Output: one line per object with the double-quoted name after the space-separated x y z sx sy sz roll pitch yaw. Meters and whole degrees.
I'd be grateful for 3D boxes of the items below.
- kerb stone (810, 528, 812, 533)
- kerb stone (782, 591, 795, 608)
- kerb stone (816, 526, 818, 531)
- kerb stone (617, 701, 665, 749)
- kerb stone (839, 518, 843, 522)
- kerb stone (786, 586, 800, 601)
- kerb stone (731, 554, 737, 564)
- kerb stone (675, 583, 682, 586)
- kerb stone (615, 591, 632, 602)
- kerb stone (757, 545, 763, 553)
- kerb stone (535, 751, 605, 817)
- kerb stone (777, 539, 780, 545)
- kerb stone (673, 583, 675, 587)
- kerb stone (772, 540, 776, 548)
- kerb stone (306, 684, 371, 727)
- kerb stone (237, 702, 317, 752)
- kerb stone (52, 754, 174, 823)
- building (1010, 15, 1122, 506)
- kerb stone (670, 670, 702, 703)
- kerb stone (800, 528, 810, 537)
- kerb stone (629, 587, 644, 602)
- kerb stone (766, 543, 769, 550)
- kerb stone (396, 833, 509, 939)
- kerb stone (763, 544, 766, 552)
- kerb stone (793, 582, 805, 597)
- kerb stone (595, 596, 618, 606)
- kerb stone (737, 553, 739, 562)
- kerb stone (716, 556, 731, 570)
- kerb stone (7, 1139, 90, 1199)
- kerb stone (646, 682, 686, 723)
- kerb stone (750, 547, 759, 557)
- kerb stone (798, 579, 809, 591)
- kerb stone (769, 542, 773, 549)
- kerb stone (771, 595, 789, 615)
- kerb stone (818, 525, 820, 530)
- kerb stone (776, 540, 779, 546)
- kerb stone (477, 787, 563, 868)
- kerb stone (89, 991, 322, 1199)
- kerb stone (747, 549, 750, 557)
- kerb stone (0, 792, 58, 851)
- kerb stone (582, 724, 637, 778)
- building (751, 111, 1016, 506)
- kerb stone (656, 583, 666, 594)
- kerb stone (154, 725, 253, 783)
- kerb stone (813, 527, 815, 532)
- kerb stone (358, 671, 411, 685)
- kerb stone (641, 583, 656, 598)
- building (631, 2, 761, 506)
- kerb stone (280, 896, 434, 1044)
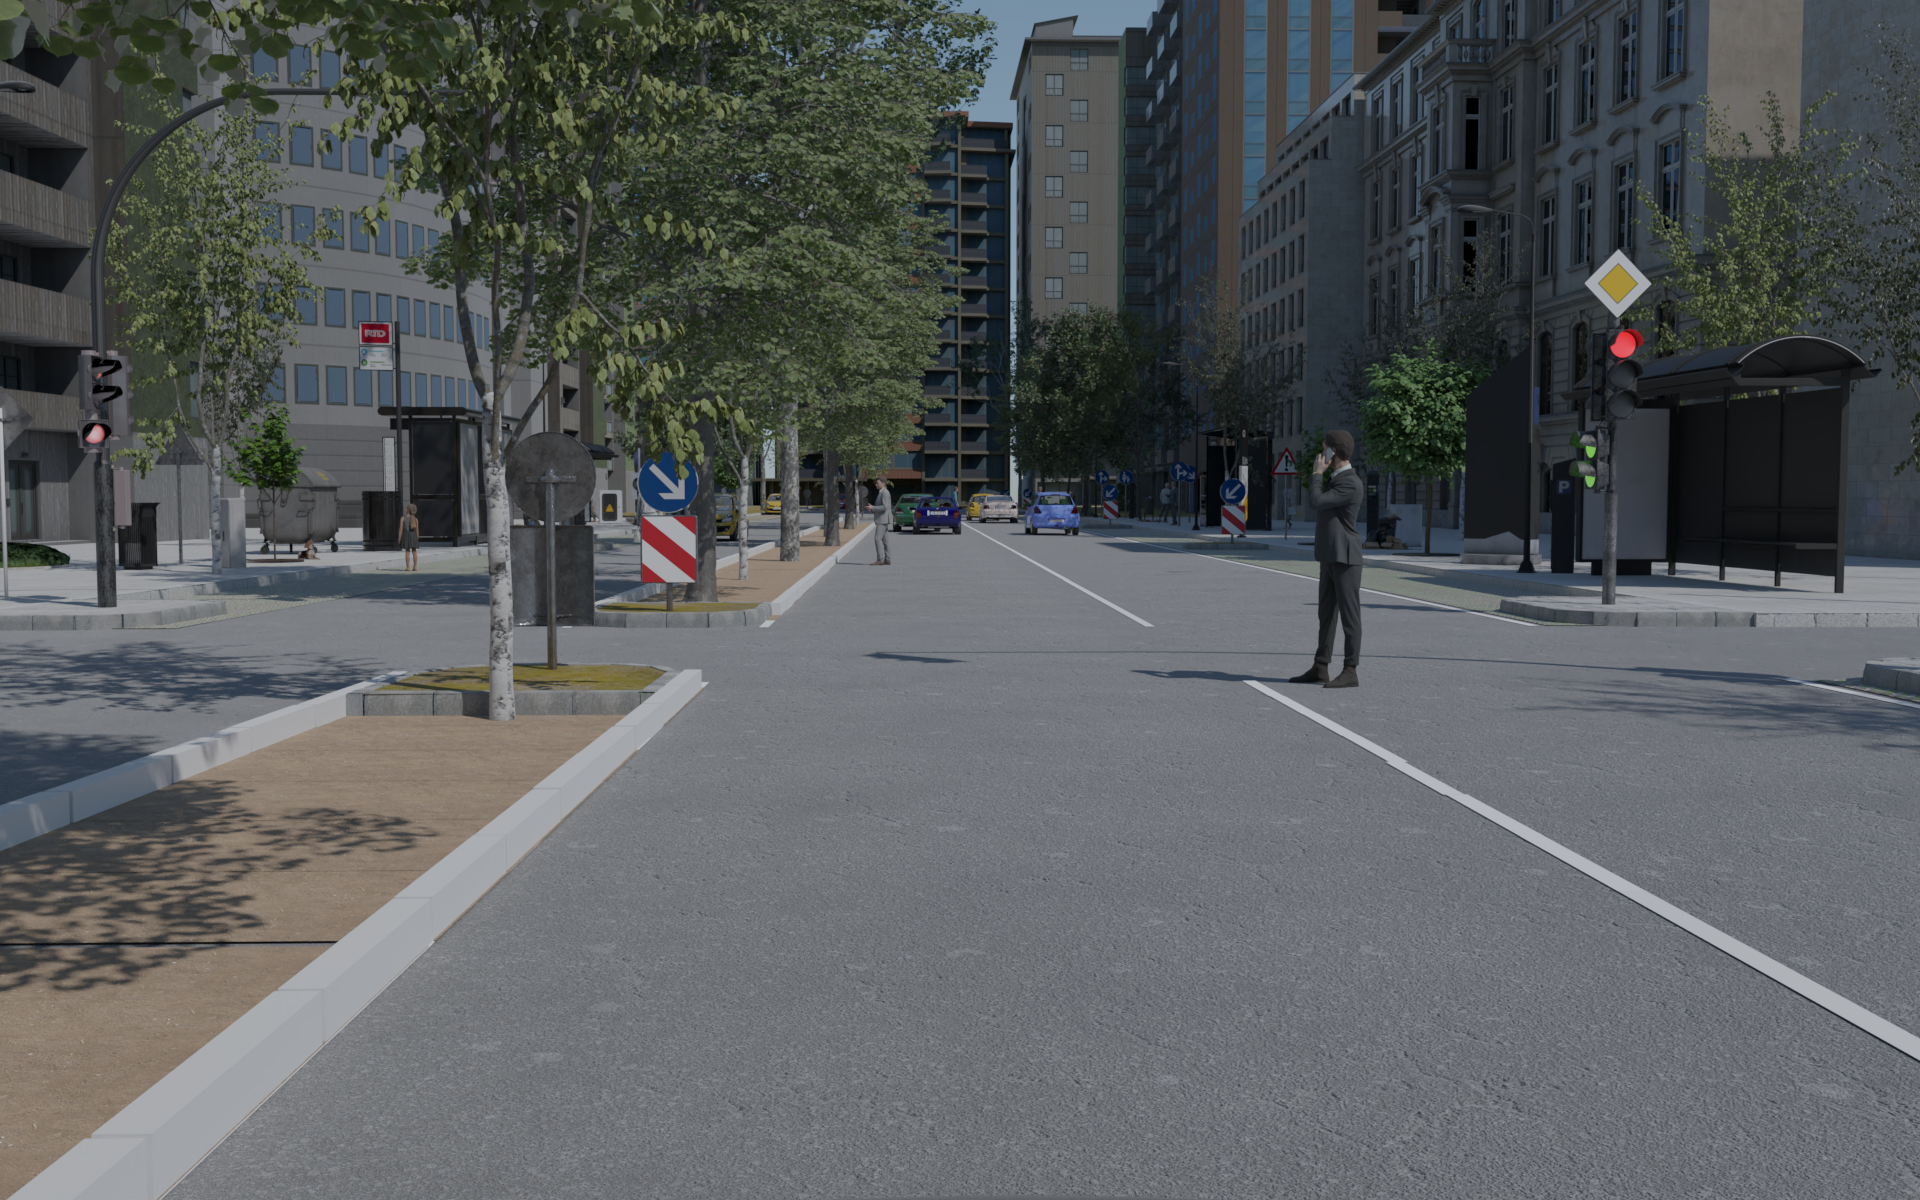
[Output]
-5.468 -2.423 61.808 0.120 0.150 1.000 0 4 -2 "kerb stone"
-2.213 0.018 21.906 0.120 0.150 1.000 0 4 -2 "kerb stone"
-5.597 -2.674 65.920 0.120 0.150 1.000 0 4 -2 "kerb stone"
-1.873 0.740 10.115 0.120 0.150 1.000 0 4 -2 "kerb stone"
-6.391 -4.368 93.620 0.120 0.150 1.000 0 4 -2 "kerb stone"
-2.248 -0.045 22.928 0.120 0.150 1.000 0 4 -2 "kerb stone"
-4.699 -0.793 35.180 0.120 0.150 1.000 0 4 -2 "kerb stone"
-4.462 -0.287 26.966 0.120 0.150 1.000 0 4 -2 "kerb stone"
-4.305 0.022 21.841 0.120 0.150 1.000 0 4 -2 "kerb stone"
-4.877 -1.168 41.335 0.120 0.150 1.000 0 4 -2 "kerb stone"
-1.818 0.864 8.071 0.120 0.150 1.000 0 4 -2 "kerb stone"
-5.055 -1.546 47.478 0.120 0.150 1.000 0 4 -2 "kerb stone"
-4.436 -0.229 25.944 0.120 0.150 1.000 0 4 -2 "kerb stone"
-4.993 -1.421 45.430 0.120 0.150 1.000 0 4 -2 "kerb stone"
-3.994 0.681 11.063 0.120 0.150 1.000 0 4 -2 "kerb stone"
-3.977 0.743 10.041 0.120 0.150 1.000 0 4 -2 "kerb stone"
-3.912 0.870 7.990 0.120 0.150 1.000 0 4 -2 "kerb stone"
20.252 -37.390 200.562 27.495 52.752 28.713 0 4 -2 "building"
-1.935 0.614 12.162 0.120 0.150 1.000 0 4 -2 "kerb stone"
-5.441 -2.359 60.786 0.120 0.150 1.000 0 4 -2 "kerb stone"
-4.343 -0.041 22.870 0.120 0.150 1.000 0 4 -2 "kerb stone"
-4.937 -1.296 43.380 0.120 0.150 1.000 0 4 -2 "kerb stone"
-1.755 0.989 6.018 0.120 0.150 1.000 0 4 -2 "kerb stone"
-4.913 -1.232 42.357 0.120 0.150 1.000 0 4 -2 "kerb stone"
-2.271 -0.107 23.950 0.120 0.150 1.000 0 4 -2 "kerb stone"
-4.288 0.090 20.819 0.120 0.150 1.000 0 4 -2 "kerb stone"
-4.725 -0.854 36.206 0.120 0.150 1.000 0 4 -2 "kerb stone"
-4.671 -0.731 34.150 0.120 0.150 1.000 0 4 -2 "kerb stone"
-1.667 1.177 2.953 0.120 0.150 1.000 0 4 -2 "kerb stone"
-1.904 0.676 11.141 0.120 0.150 1.000 0 4 -2 "kerb stone"
-4.849 -1.108 40.310 0.120 0.150 1.000 0 4 -2 "kerb stone"
-2.309 -0.168 24.978 0.120 0.150 1.000 0 4 -2 "kerb stone"
-4.966 -1.358 44.402 0.120 0.150 1.000 0 4 -2 "kerb stone"
-2.186 0.080 20.882 0.120 0.150 1.000 0 4 -2 "kerb stone"
-5.614 -2.737 66.942 0.120 0.150 1.000 0 4 -2 "kerb stone"
-5.026 -1.475 46.452 0.120 0.150 1.000 0 4 -2 "kerb stone"
-1.787 0.930 7.043 0.120 0.150 1.000 0 4 -2 "kerb stone"
-1.694 1.114 3.974 0.120 0.150 1.000 0 4 -2 "kerb stone"
-4.800 -0.981 38.257 0.120 0.150 1.000 0 4 -2 "kerb stone"
-3.886 0.931 6.969 0.120 0.150 1.000 0 4 -2 "kerb stone"
-1.849 0.806 9.093 0.120 0.150 1.000 0 4 -2 "kerb stone"
-8.494 -33.212 197.646 28.867 44.769 22.147 0 4 -2 "building"
-4.401 -0.166 24.913 0.120 0.150 1.000 0 4 -2 "kerb stone"
-3.945 0.808 9.020 0.120 0.150 1.000 0 4 -2 "kerb stone"
-5.531 -2.548 63.860 0.120 0.150 1.000 0 4 -2 "kerb stone"
-4.029 0.620 12.091 0.120 0.150 1.000 0 4 -2 "kerb stone"
-4.369 -0.104 23.892 0.120 0.150 1.000 0 4 -2 "kerb stone"
-38.381 -53.924 194.320 31.000 86.520 22.319 0 4 -2 "building"
-1.723 1.053 4.996 0.120 0.150 1.000 0 4 -2 "kerb stone"
